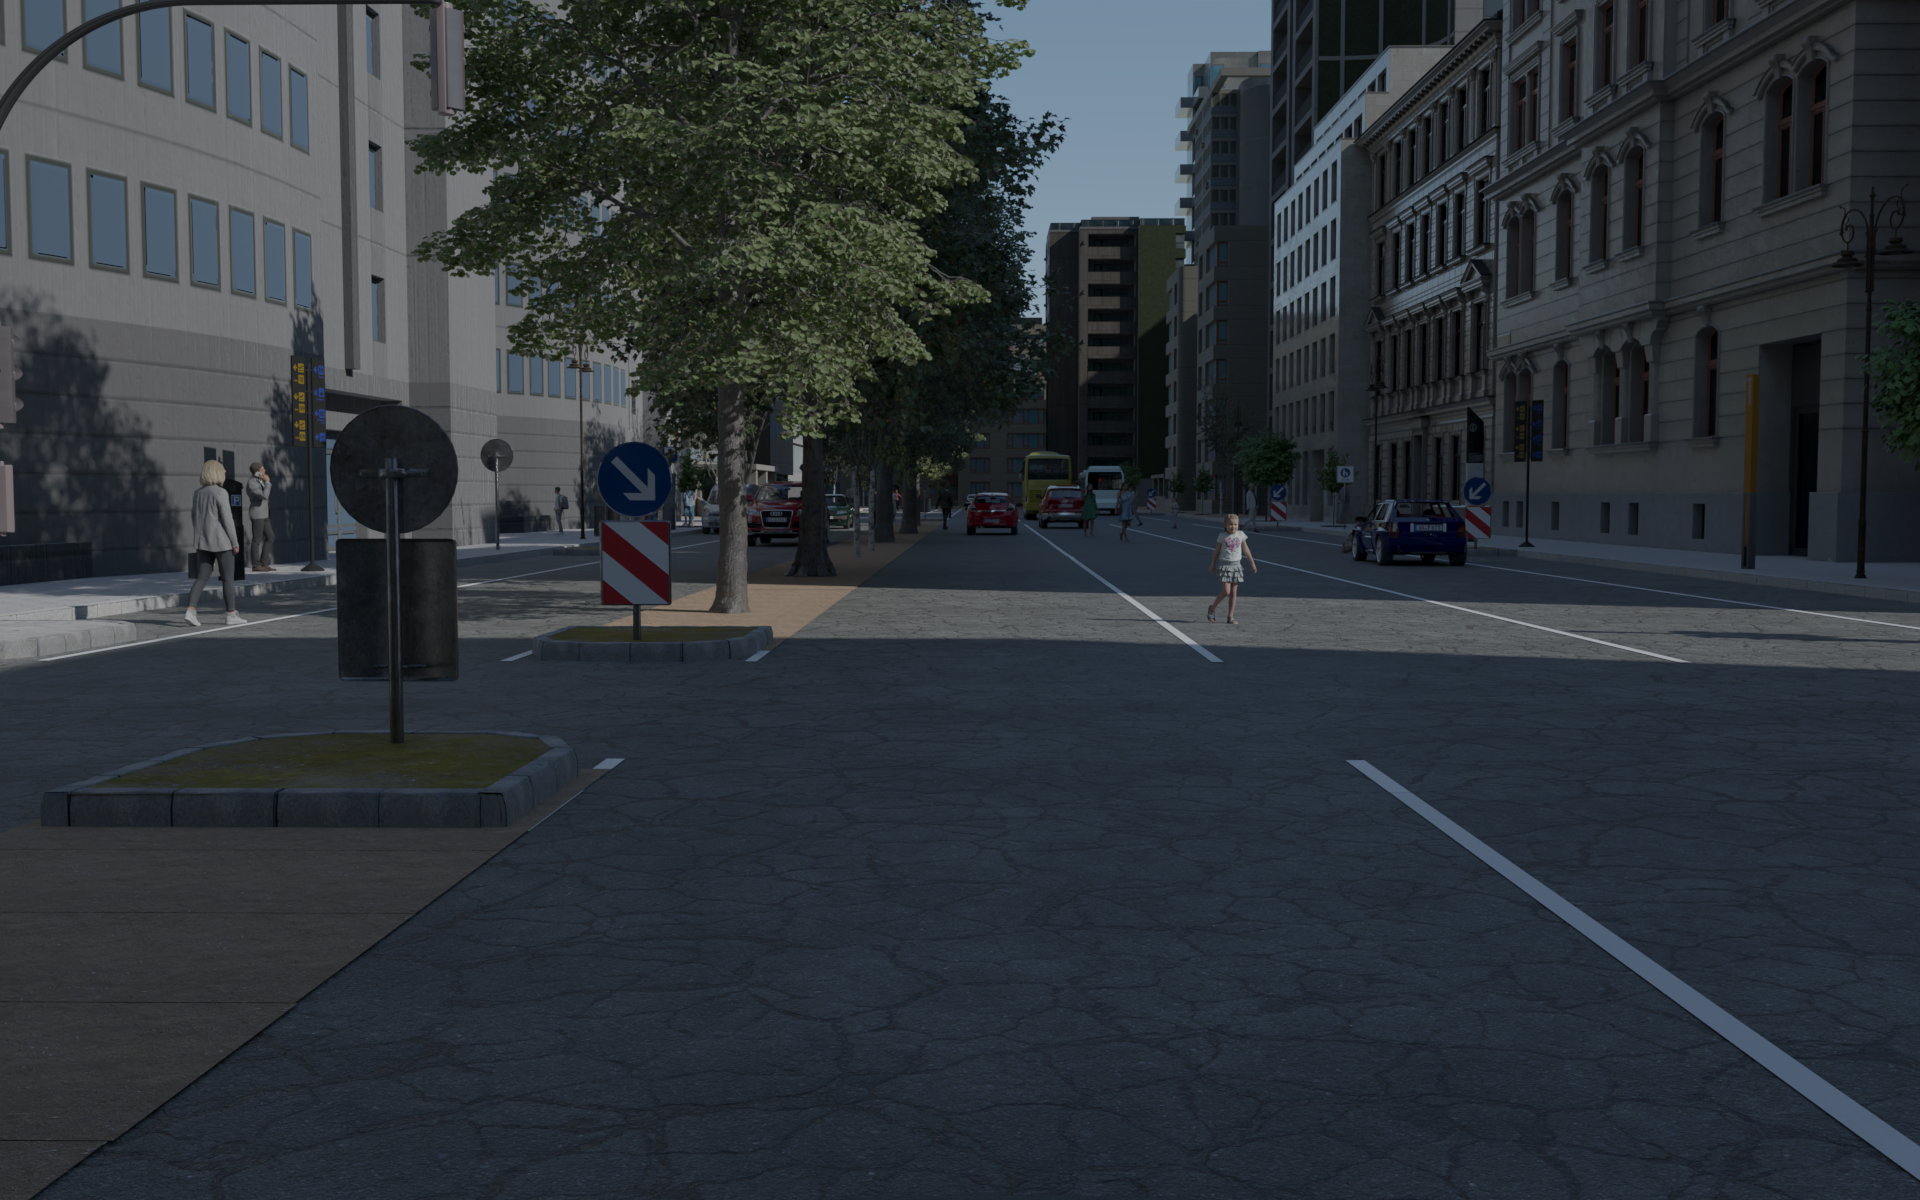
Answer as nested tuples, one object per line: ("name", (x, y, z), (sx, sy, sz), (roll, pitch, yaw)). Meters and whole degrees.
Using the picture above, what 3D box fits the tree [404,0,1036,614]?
("tree", (-2.842, -6.132, 20.848), (7.486, 12.596, 7.792), (0, 3, 0))

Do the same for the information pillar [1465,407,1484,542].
("information pillar", (13.793, -3.371, 46.469), (0.504, 3.616, 0.183), (-1, 4, -15))

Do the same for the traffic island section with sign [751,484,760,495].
("traffic island section with sign", (-8.122, -3.641, 68.161), (1.989, 1.847, 2.006), (0, 4, 1))

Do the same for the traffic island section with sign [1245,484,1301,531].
("traffic island section with sign", (12.201, -3.613, 67.706), (1.989, 1.847, 2.006), (0, 4, 1))

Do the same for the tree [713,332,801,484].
("tree", (-10.598, -9.872, 87.158), (9.928, 11.665, 9.643), (0, 3, 0))

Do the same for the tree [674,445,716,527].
("tree", (-10.523, -4.413, 66.752), (1.663, 3.219, 1.824), (0, 3, 0))

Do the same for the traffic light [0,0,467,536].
("traffic light", (-6.983, -2.530, 16.037), (4.771, 5.953, 1.251), (0, 4, 1))

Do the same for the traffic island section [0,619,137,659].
("traffic island section", (-9.116, 0.374, 16.164), (2.009, 0.180, 2.903), (0, 4, 1))

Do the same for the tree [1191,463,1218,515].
("tree", (15.124, -6.872, 106.960), (1.663, 3.219, 1.824), (0, 3, 0))

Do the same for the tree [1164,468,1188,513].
("tree", (15.079, -7.615, 119.102), (1.663, 3.219, 1.824), (0, 3, 0))

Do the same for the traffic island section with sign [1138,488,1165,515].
("traffic island section with sign", (12.835, -6.673, 117.732), (1.989, 1.847, 2.006), (0, 4, 1))

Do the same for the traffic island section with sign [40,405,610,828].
("traffic island section with sign", (-2.924, -0.012, 8.333), (2.006, 1.907, 1.989), (0, 4, 1))

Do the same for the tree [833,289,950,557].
("tree", (-2.276, -5.239, 38.480), (4.737, 8.622, 4.395), (0, 3, 0))

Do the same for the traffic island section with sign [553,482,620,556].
("traffic island section with sign", (-8.465, -1.993, 41.208), (1.989, 1.847, 2.006), (0, 4, 1))

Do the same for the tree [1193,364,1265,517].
("tree", (14.865, -9.010, 97.680), (4.360, 8.622, 3.978), (0, 3, 0))

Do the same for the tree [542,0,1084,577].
("tree", (-2.564, -6.752, 29.856), (9.611, 12.733, 9.660), (0, 3, 0))

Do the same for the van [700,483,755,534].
("van", (-8.405, -3.447, 63.369), (2.013, 2.044, 4.112), (0, 3, 0))

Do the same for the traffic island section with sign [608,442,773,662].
("traffic island section with sign", (-2.819, -0.465, 15.740), (2.006, 1.907, 1.989), (0, 4, 1))

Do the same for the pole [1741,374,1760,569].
("pole", (13.500, -2.185, 29.572), (0.158, 3.312, 0.155), (0, 3, 0))

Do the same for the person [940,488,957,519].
("person", (-0.710, -5.684, 101.574), (1.348, 1.807, 0.705), (2, 4, 34))

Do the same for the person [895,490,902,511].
("person", (-5.284, -8.297, 144.874), (1.217, 1.743, 0.721), (1, 4, 11))

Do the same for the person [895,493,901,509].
("person", (-6.387, -9.980, 171.636), (1.348, 1.831, 0.705), (-3, 4, -38))

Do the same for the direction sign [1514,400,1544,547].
("direction sign", (13.759, -3.055, 41.952), (0.379, 3.537, 0.876), (-2, 4, -28))

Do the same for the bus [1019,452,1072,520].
("bus", (4.909, -6.625, 99.864), (2.896, 3.916, 12.252), (0, 4, 1))

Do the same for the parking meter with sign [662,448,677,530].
("parking meter with sign", (-10.494, -4.048, 62.450), (0.543, 3.016, 1.738), (0, 4, -7))

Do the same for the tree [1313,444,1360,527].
("tree", (14.540, -4.476, 67.788), (1.663, 3.219, 1.824), (0, 3, 0))

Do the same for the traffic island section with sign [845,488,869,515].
("traffic island section with sign", (-7.479, -6.721, 118.514), (1.989, 1.847, 2.006), (0, 4, 1))

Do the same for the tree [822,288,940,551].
("tree", (-2.221, -5.523, 43.120), (4.360, 8.622, 3.978), (0, 3, 0))

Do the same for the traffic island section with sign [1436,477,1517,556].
("traffic island section with sign", (11.841, -1.965, 40.753), (1.989, 1.847, 2.006), (0, 4, 1))

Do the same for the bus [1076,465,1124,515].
("bus", (9.736, -7.700, 120.751), (2.948, 3.499, 13.247), (0, 4, 2))

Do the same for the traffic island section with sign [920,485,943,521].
("traffic island section with sign", (-1.865, -5.060, 90.872), (2.006, 1.907, 1.989), (0, 4, 1))

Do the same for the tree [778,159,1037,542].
("tree", (-2.273, -8.674, 50.931), (9.857, 13.997, 8.962), (0, 3, 0))

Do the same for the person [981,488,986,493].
("person", (1.380, -6.191, 109.591), (0.599, 1.838, 0.709), (-3, 5, -39))

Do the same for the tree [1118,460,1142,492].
("tree", (16.187, -11.307, 168.589), (4.285, 4.588, 4.351), (0, 3, 0))

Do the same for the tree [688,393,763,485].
("tree", (-10.587, -7.650, 75.441), (4.360, 8.622, 3.978), (0, 3, 0))

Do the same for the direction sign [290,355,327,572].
("direction sign", (-10.780, -2.246, 28.727), (0.379, 3.537, 0.876), (1, 4, 15))

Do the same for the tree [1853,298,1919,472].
("tree", (13.727, -2.416, 23.222), (4.285, 4.588, 4.351), (0, 3, 0))

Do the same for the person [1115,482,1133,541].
("person", (4.966, -2.703, 52.791), (0.616, 1.811, 0.778), (-1, 4, -18))

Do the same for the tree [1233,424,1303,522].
("tree", (14.507, -5.982, 81.523), (4.285, 4.588, 4.351), (0, 3, 0))

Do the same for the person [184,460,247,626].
("person", (-8.215, -0.626, 18.913), (0.709, 1.800, 0.728), (2, 4, 27))

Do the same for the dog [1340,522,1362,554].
("dog", (9.388, -1.531, 41.870), (0.800, 0.831, 0.513), (2, 4, 25))
